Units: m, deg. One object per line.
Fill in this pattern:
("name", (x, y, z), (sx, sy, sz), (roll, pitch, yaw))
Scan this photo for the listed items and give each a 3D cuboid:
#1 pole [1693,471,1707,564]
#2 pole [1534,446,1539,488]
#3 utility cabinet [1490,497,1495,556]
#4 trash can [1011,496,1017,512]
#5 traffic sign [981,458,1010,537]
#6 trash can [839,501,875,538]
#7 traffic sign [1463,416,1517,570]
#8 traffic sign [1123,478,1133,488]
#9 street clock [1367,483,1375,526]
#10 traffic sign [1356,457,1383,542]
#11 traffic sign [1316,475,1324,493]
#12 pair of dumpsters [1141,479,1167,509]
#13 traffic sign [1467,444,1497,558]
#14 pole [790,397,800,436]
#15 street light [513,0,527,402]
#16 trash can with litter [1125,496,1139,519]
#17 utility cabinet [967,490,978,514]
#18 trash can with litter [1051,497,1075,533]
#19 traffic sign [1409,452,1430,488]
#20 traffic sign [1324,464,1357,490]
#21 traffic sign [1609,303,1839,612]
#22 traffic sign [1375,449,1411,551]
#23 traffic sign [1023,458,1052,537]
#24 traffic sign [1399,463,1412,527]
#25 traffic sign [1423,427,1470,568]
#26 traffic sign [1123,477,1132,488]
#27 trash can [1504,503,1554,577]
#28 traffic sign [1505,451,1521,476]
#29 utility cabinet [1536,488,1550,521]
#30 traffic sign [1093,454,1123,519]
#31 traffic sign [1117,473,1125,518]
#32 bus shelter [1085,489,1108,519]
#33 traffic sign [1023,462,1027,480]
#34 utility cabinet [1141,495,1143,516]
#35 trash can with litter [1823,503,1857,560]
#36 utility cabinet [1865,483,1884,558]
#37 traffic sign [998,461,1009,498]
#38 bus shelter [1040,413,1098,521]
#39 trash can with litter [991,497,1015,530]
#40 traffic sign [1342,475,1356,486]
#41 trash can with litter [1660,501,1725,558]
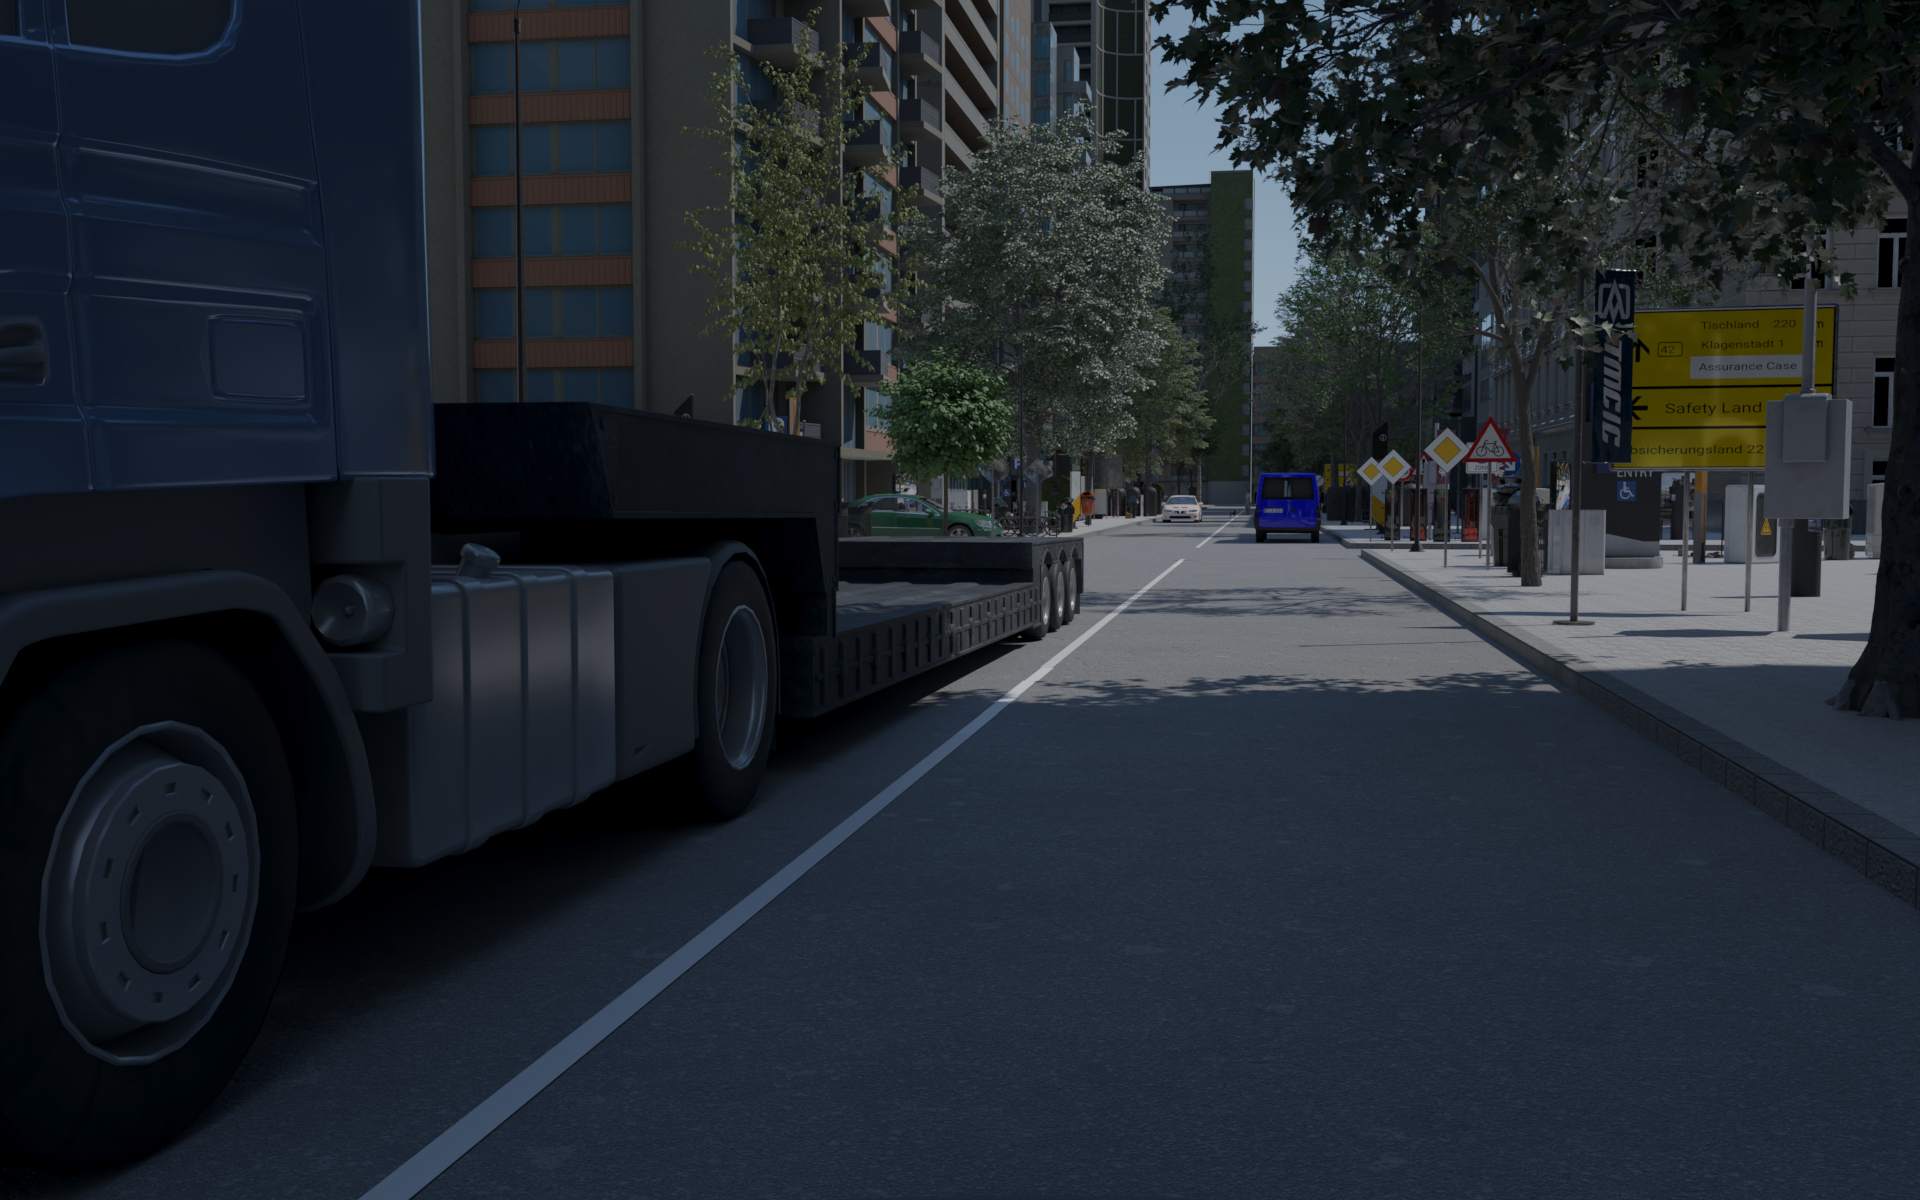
("pole", (13.673, -2.330, 31.946), (0.158, 3.312, 0.155), (0, 3, 0))
("pole", (24.392, -4.862, 73.336), (0.158, 3.312, 0.155), (0, 3, 0))
("utility cabinet", (11.378, -1.531, 36.192), (0.306, 1.237, 1.020), (2, 4, 32))
("trash can", (3.568, -6.297, 114.606), (0.748, 1.137, 0.748), (0, 3, 0))
("traffic sign", (0.770, -2.243, 40.312), (0.795, 2.450, 0.064), (1, 4, 10))
("trash can", (-2.020, -1.355, 33.813), (0.748, 1.137, 0.748), (0, 3, 0))
("traffic sign", (8.878, -1.777, 29.062), (0.884, 2.594, 0.081), (1, 4, 10))
("traffic sign", (10.939, -6.766, 112.753), (0.606, 2.300, 0.079), (1, 4, 11))
("street clock", (16.595, -3.985, 69.722), (0.358, 2.002, 0.471), (3, 5, 40))
("traffic sign", (11.057, -2.627, 46.597), (0.795, 2.450, 0.064), (1, 4, 10))
("traffic sign", (24.154, -7.140, 116.838), (0.768, 2.556, 0.104), (1, 4, 13))
("pair of dumpsters", (12.577, -6.719, 112.346), (1.574, 2.255, 4.437), (1, 4, 10))
("traffic sign", (10.358, -1.975, 34.420), (0.606, 2.300, 0.079), (1, 4, 11))
("pole", (-3.489, -2.616, 36.617), (0.158, 3.312, 0.155), (0, 3, 0))
("street light", (-3.375, -2.616, 15.319), (1.470, 5.913, 1.316), (1, 4, 10))
("trash can with litter", (8.964, -4.842, 90.546), (0.624, 1.170, 1.055), (1, 4, 16))
("utility cabinet", (0.639, -5.351, 96.175), (0.318, 1.500, 1.173), (-1, 4, -22))
("trash can with litter", (3.341, -2.820, 57.491), (0.624, 1.170, 1.055), (-2, 4, -33))
("traffic sign", (14.170, -3.240, 52.981), (0.884, 2.594, 0.081), (1, 4, 17))
("traffic sign", (25.601, -7.488, 116.307), (2.265, 3.308, 0.079), (1, 4, 19))
("traffic sign", (8.270, -1.528, 18.854), (2.265, 3.308, 0.079), (1, 4, 15))
("traffic sign", (9.675, -2.146, 38.732), (0.795, 2.450, 0.064), (1, 4, 10))
("traffic sign", (2.152, -2.724, 48.177), (0.795, 2.450, 0.064), (1, 4, 10))
("traffic sign", (17.283, -4.135, 67.711), (0.768, 2.556, 0.104), (1, 4, 14))
("traffic sign", (8.423, -1.762, 29.998), (0.795, 2.450, 0.064), (1, 4, 10))
("traffic sign", (10.672, -6.737, 111.340), (0.795, 2.450, 0.064), (1, 4, 13))
("trash can", (8.822, -0.932, 26.898), (0.748, 1.137, 0.748), (0, 3, 0))
("traffic sign", (15.808, -3.056, 50.071), (0.768, 2.556, 0.104), (1, 4, 15))
("utility cabinet", (21.983, -3.496, 65.836), (1.173, 1.500, 0.318), (-3, 5, -42))
("traffic sign", (7.126, -5.751, 87.908), (2.265, 3.308, 0.079), (1, 4, 15))
("traffic sign", (8.564, -5.731, 93.810), (0.768, 2.556, 0.104), (1, 4, 14))
("bus shelter", (7.196, -5.931, 90.895), (2.014, 3.302, 5.546), (1, 4, 10))
("traffic sign", (2.539, -3.870, 63.388), (0.768, 2.556, 0.104), (1, 4, 18))
("utility cabinet", (10.899, -5.615, 102.964), (0.306, 1.237, 1.020), (3, 5, 39))
("trash can with litter", (17.152, -1.375, 33.869), (0.624, 1.170, 1.055), (3, 4, 37))
("utility cabinet", (18.243, -1.575, 34.432), (0.318, 1.500, 1.173), (1, 4, 21))
("traffic sign", (1.421, -3.894, 63.779), (0.768, 2.556, 0.104), (1, 4, 16))
("bus shelter", (5.034, -6.407, 82.386), (2.179, 5.291, 8.768), (1, 4, 10))
("trash can with litter", (1.597, -3.071, 61.594), (1.055, 1.170, 0.624), (3, 5, 43))
("traffic sign", (25.402, -6.919, 113.125), (0.884, 2.594, 0.081), (1, 4, 14))
("trash can with litter", (15.375, -1.477, 35.204), (2.233, 1.210, 1.678), (3, 4, 37))
